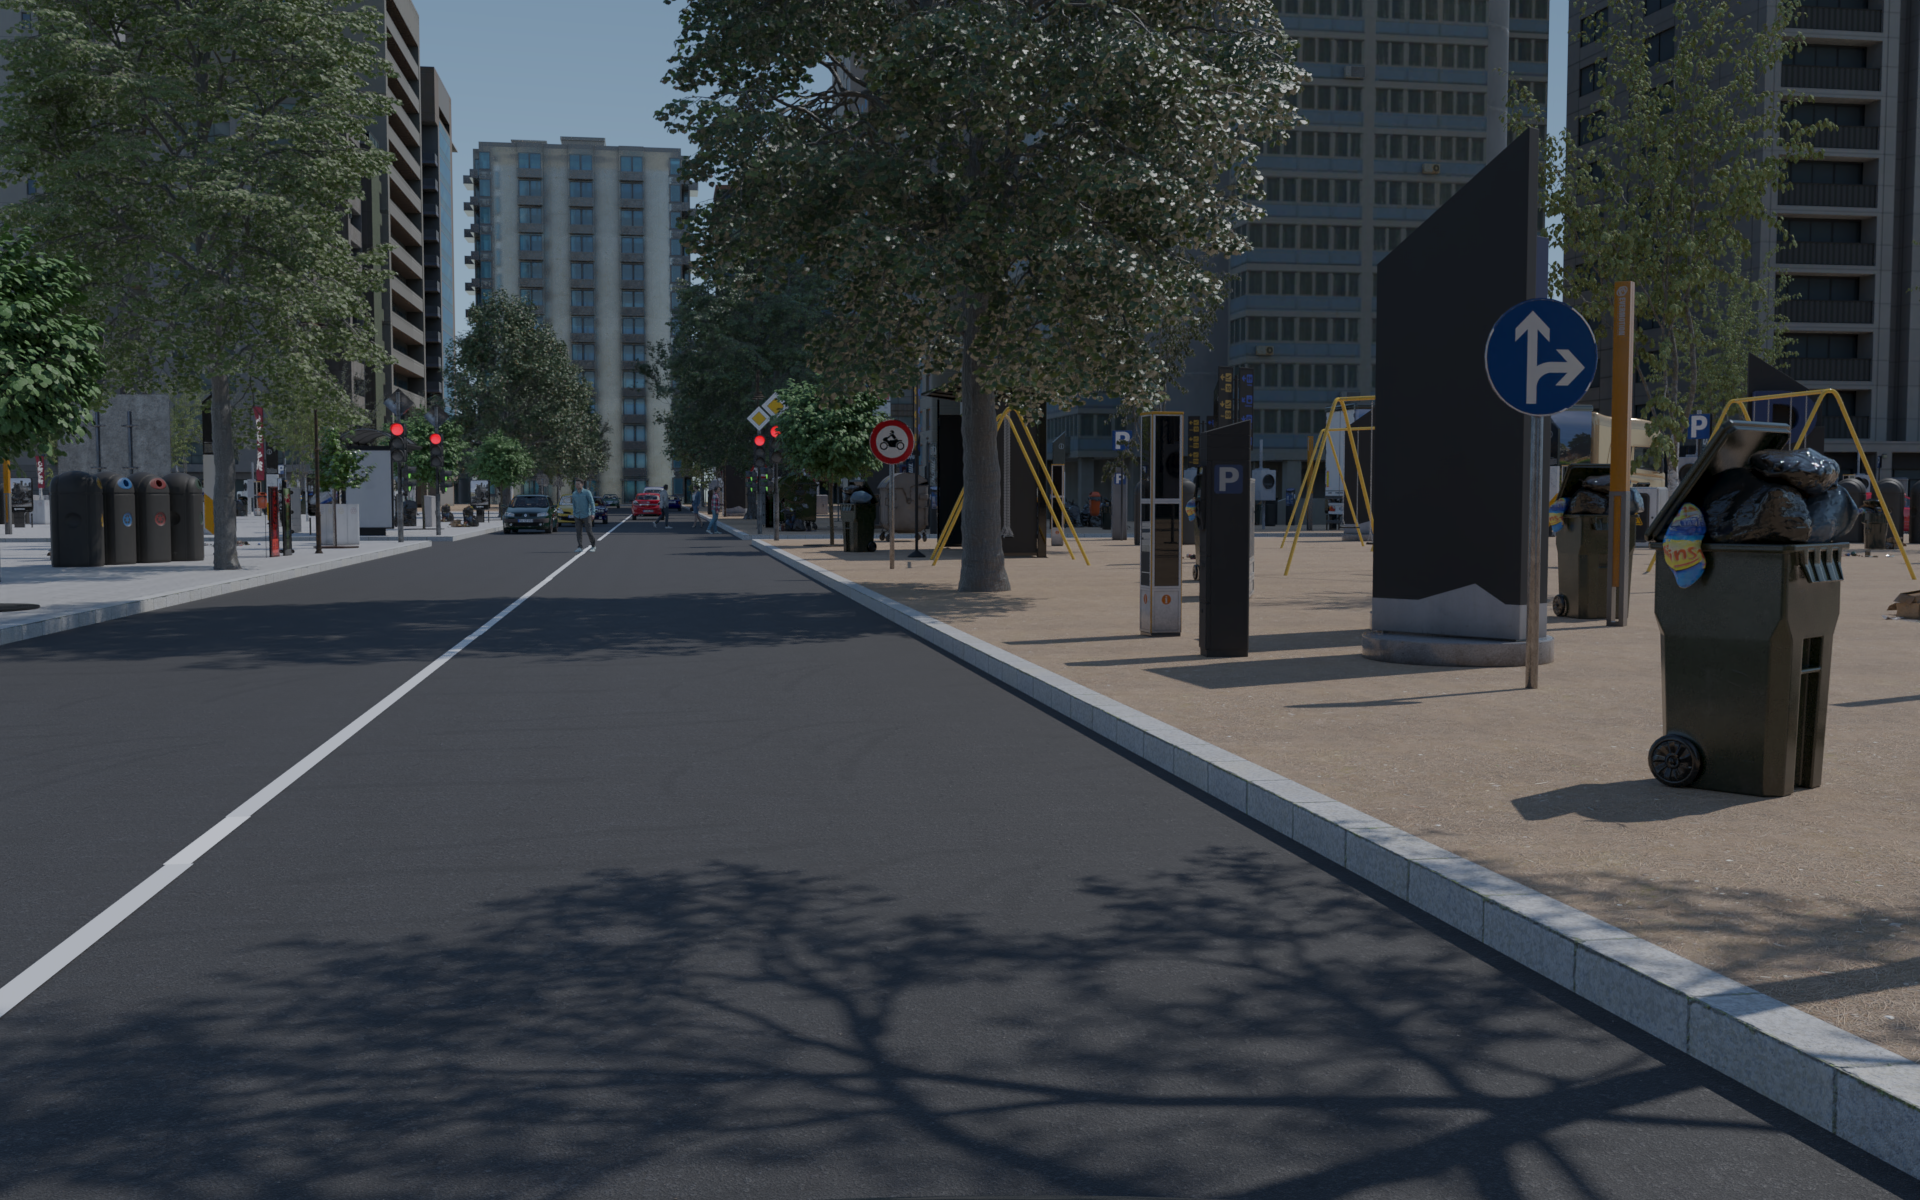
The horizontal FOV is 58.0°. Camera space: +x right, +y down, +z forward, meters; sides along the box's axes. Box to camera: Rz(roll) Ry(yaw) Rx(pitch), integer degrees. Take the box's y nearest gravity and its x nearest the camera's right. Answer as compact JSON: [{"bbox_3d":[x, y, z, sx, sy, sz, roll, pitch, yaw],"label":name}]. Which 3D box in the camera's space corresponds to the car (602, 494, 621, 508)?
[{"bbox_3d":[-35.355,-9.992,175.167,2.131,1.459,4.920,-1,4,-10],"label":"car"}]

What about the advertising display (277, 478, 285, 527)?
[{"bbox_3d":[-26.658,-3.843,68.049,0.123,1.923,0.974,-2,4,-31],"label":"advertising display"}]

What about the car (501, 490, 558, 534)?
[{"bbox_3d":[-15.812,-3.305,63.818,2.009,1.686,4.222,-1,4,-8],"label":"car"}]

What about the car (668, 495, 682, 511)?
[{"bbox_3d":[-24.118,-8.064,144.422,1.945,1.354,3.894,-1,4,-10],"label":"car"}]

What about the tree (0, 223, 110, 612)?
[{"bbox_3d":[-11.017,-2.167,19.137,4.285,4.588,4.351,0,3,0],"label":"tree"}]

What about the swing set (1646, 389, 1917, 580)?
[{"bbox_3d":[12.834,-1.817,27.327,2.862,2.851,3.119,0,4,-3],"label":"swing set"}]

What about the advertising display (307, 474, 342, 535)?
[{"bbox_3d":[-20.044,-3.017,54.549,0.974,1.923,0.123,0,4,-3],"label":"advertising display"}]

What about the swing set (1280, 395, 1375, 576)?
[{"bbox_3d":[7.191,-1.799,27.037,2.862,2.851,3.119,-3,5,-44],"label":"swing set"}]

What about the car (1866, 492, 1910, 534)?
[{"bbox_3d":[30.772,-2.967,57.543,4.494,1.783,2.155,-1,4,-12],"label":"car"}]

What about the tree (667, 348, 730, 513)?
[{"bbox_3d":[-16.427,-12.333,119.767,7.486,12.596,7.792,0,3,0],"label":"tree"}]

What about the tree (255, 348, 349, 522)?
[{"bbox_3d":[-33.833,-8.476,88.939,4.737,8.622,4.395,0,3,0],"label":"tree"}]

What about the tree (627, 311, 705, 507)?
[{"bbox_3d":[-25.932,-19.095,168.100,12.611,20.169,13.585,0,3,0],"label":"tree"}]

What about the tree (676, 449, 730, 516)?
[{"bbox_3d":[-14.104,-9.335,102.995,4.737,8.622,4.395,0,3,0],"label":"tree"}]

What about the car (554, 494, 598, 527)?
[{"bbox_3d":[-17.149,-4.094,77.160,2.015,1.641,3.980,-1,4,-12],"label":"car"}]

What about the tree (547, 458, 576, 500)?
[{"bbox_3d":[-31.306,-11.295,135.030,4.737,8.622,4.395,0,3,0],"label":"tree"}]

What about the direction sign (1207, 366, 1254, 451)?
[{"bbox_3d":[4.922,-2.384,30.970,0.876,3.537,0.379,-3,4,-37],"label":"direction sign"}]

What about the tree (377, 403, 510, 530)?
[{"bbox_3d":[-19.384,-4.834,62.748,4.285,4.588,4.351,0,3,0],"label":"tree"}]

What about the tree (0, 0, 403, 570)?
[{"bbox_3d":[-12.705,-6.764,28.713,7.486,12.596,7.792,0,3,0],"label":"tree"}]

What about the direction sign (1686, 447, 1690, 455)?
[{"bbox_3d":[34.999,-5.588,83.354,0.379,3.537,0.876,1,4,15],"label":"direction sign"}]

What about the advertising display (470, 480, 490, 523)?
[{"bbox_3d":[-21.559,-4.440,77.810,0.974,1.923,0.123,1,4,17],"label":"advertising display"}]

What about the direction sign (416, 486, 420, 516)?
[{"bbox_3d":[-32.499,-6.822,103.532,0.876,3.537,0.379,1,4,22],"label":"direction sign"}]

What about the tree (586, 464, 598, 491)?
[{"bbox_3d":[-41.814,-14.902,194.005,4.360,8.622,3.978,0,3,0],"label":"tree"}]

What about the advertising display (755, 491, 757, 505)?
[{"bbox_3d":[-12.969,-6.401,109.873,0.974,1.923,0.123,2,4,34],"label":"advertising display"}]

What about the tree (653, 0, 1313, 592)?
[{"bbox_3d":[0.328,-7.081,22.435,9.857,13.997,8.962,0,3,0],"label":"tree"}]

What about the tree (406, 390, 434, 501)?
[{"bbox_3d":[-38.557,-10.480,121.714,4.360,8.622,3.978,0,3,0],"label":"tree"}]

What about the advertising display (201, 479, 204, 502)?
[{"bbox_3d":[-32.357,-4.276,75.126,0.974,1.923,0.123,-1,4,-13],"label":"advertising display"}]

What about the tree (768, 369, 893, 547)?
[{"bbox_3d":[-3.116,-3.609,42.726,4.285,4.588,4.351,0,3,0],"label":"tree"}]

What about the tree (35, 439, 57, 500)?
[{"bbox_3d":[-47.549,-8.749,93.405,4.737,8.622,4.395,0,3,0],"label":"tree"}]

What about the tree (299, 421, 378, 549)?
[{"bbox_3d":[-14.756,-2.831,40.882,1.663,3.219,1.824,0,3,0],"label":"tree"}]

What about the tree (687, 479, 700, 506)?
[{"bbox_3d":[-29.601,-12.200,194.069,1.663,3.219,1.824,0,3,0],"label":"tree"}]

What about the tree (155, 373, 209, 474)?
[{"bbox_3d":[-46.429,-9.326,102.850,4.737,8.622,4.395,0,3,0],"label":"tree"}]

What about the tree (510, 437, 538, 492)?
[{"bbox_3d":[-22.420,-6.186,84.853,4.285,4.588,4.351,0,3,0],"label":"tree"}]

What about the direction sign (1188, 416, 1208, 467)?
[{"bbox_3d":[7.042,-3.561,50.226,0.876,3.537,0.379,1,4,10],"label":"direction sign"}]

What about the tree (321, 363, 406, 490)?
[{"bbox_3d":[-34.707,-9.050,98.335,4.360,8.622,3.978,0,3,0],"label":"tree"}]

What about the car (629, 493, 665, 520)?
[{"bbox_3d":[-17.360,-5.346,96.443,2.155,1.783,4.494,-1,4,-10],"label":"car"}]

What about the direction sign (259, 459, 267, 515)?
[{"bbox_3d":[-42.378,-6.955,105.718,0.876,3.537,0.379,1,4,15],"label":"direction sign"}]

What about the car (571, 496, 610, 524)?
[{"bbox_3d":[-17.941,-4.363,83.923,1.945,1.354,3.894,-1,4,-11],"label":"car"}]

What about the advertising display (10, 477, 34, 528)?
[{"bbox_3d":[-35.919,-3.725,66.114,0.974,1.923,0.123,-1,4,-14],"label":"advertising display"}]

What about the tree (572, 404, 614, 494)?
[{"bbox_3d":[-34.365,-13.469,154.634,7.601,10.594,8.767,0,4,-1],"label":"tree"}]

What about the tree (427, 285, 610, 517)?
[{"bbox_3d":[-24.949,-10.905,95.305,9.611,12.733,9.660,0,3,0],"label":"tree"}]

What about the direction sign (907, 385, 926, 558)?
[{"bbox_3d":[-0.879,-2.632,35.028,0.379,3.537,0.876,0,4,6],"label":"direction sign"}]

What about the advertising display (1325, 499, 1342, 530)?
[{"bbox_3d":[13.349,-3.470,61.949,0.123,1.923,0.974,3,5,42],"label":"advertising display"}]

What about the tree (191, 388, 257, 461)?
[{"bbox_3d":[-50.382,-10.326,119.191,4.360,8.622,3.978,0,3,0],"label":"tree"}]

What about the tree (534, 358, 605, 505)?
[{"bbox_3d":[-33.291,-13.786,143.527,7.486,12.596,7.792,0,3,0],"label":"tree"}]

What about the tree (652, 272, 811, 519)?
[{"bbox_3d":[-10.669,-10.431,87.551,9.611,12.733,9.660,0,3,0],"label":"tree"}]

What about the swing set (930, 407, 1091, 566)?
[{"bbox_3d":[0.873,-2.133,32.502,2.862,2.851,3.119,0,4,-2],"label":"swing set"}]
